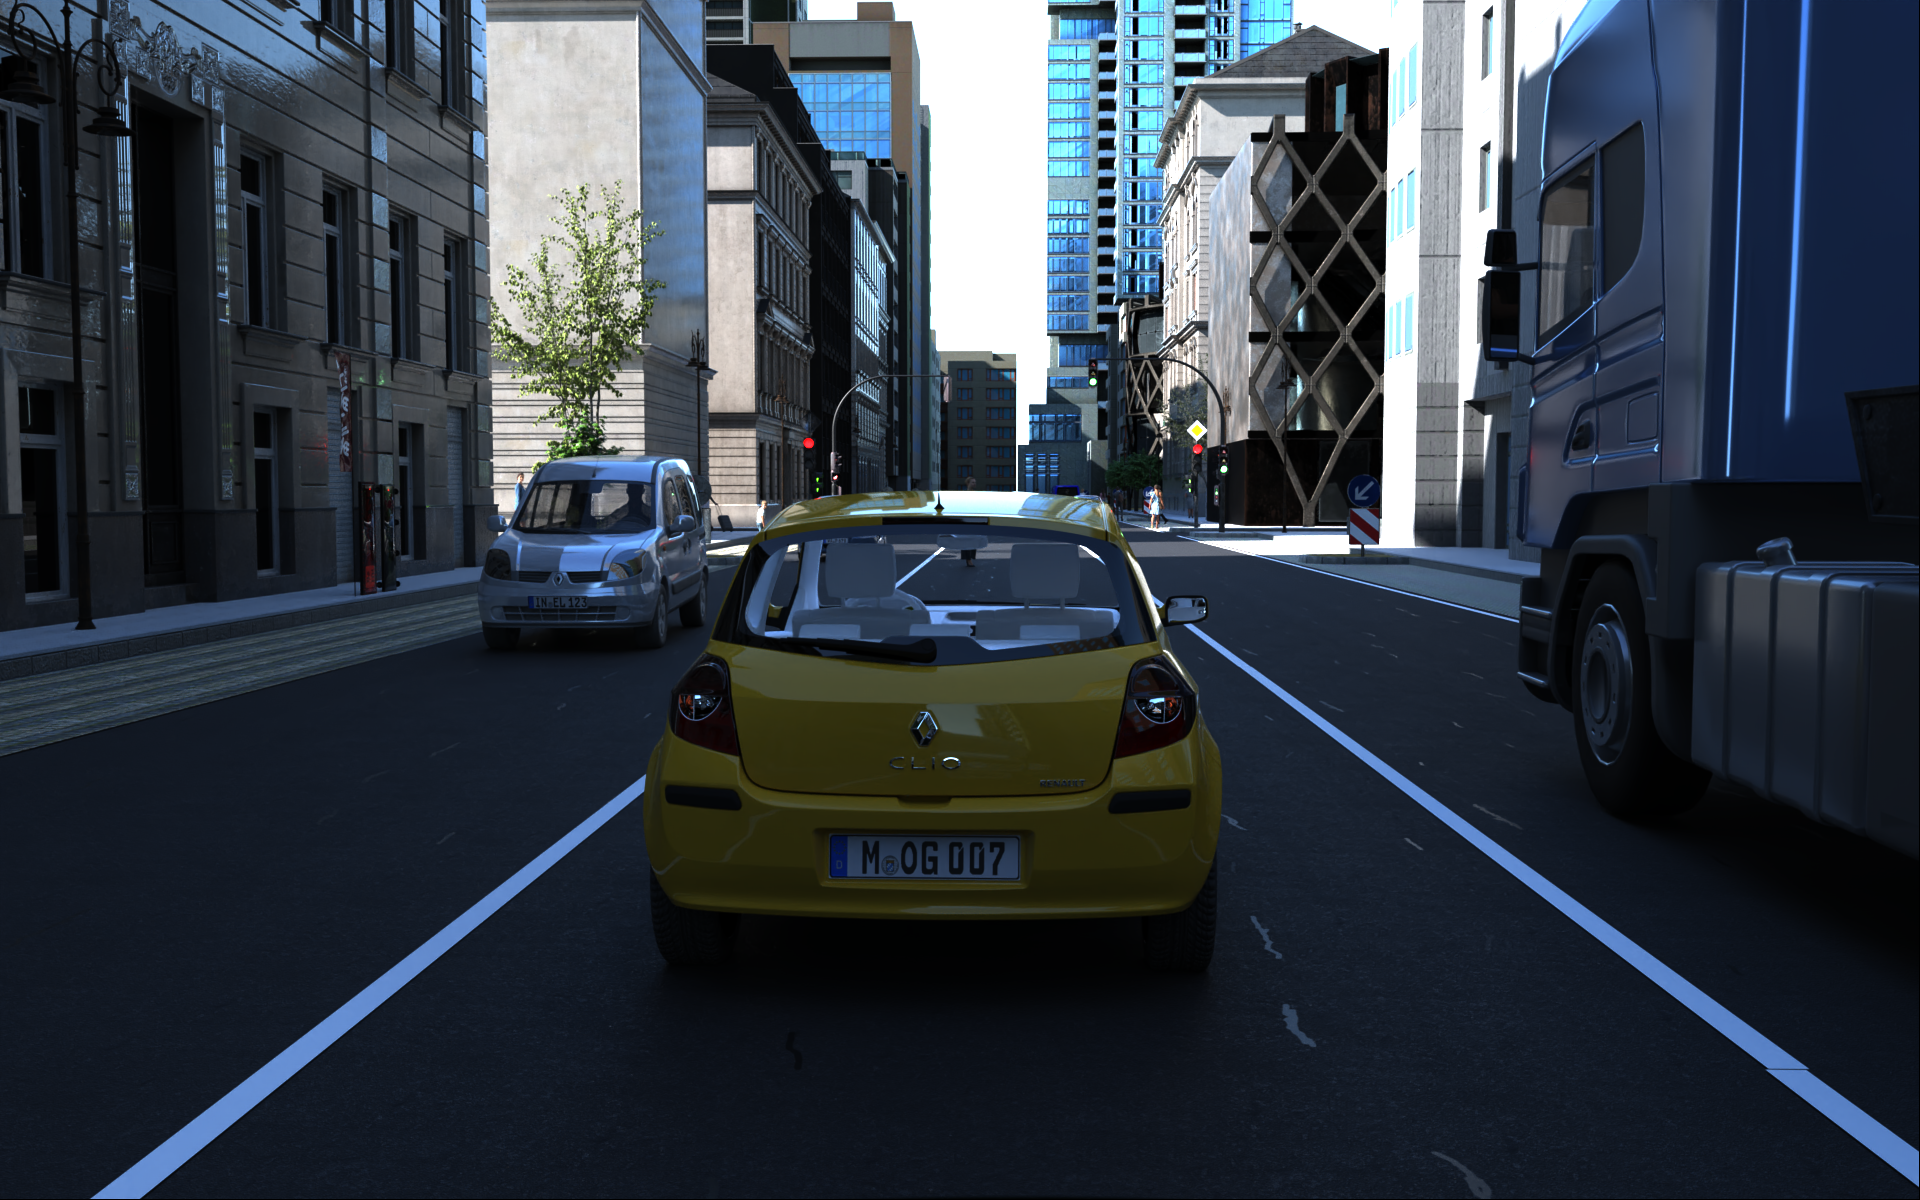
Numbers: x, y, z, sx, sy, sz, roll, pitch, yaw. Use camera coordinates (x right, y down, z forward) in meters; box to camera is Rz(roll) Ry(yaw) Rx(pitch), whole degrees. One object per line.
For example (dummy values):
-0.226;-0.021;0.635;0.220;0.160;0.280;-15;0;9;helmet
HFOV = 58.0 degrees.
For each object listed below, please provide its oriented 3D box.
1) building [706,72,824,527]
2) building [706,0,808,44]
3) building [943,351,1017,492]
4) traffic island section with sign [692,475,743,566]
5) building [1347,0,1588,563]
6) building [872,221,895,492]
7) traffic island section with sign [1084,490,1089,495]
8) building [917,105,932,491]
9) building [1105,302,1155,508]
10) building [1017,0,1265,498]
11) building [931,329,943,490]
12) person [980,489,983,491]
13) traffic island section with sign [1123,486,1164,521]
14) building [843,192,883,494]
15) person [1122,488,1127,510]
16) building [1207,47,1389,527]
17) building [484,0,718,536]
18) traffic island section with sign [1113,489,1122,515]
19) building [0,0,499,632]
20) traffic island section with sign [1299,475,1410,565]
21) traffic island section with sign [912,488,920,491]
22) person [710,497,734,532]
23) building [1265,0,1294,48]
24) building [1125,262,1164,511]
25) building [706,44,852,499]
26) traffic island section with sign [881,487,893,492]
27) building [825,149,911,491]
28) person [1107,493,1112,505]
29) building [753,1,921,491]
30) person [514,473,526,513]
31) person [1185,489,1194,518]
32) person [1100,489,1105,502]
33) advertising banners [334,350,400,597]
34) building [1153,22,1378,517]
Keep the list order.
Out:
-12.282;-12.954;76.426;10.561;19.102;19.286;0;4;2;building
-31.908;-48.754;235.375;20.611;71.187;20.563;0;4;2;building
-6.665;-24.088;238.879;28.899;21.520;27.650;0;4;2;building
-5.419;-1.635;35.356;1.989;1.847;2.006;0;4;2;traffic island section with sign
21.586;-30.580;41.981;21.231;58.520;28.212;0;4;2;building
-11.008;-18.411;129.892;11.050;23.489;19.941;0;4;2;building
12.105;-9.788;168.653;1.989;1.847;2.006;0;4;2;traffic island section with sign
-10.263;-30.176;176.976;14.154;41.232;14.086;0;4;2;building
28.980;-19.901;170.424;27.650;21.520;28.899;0;4;2;building
23.303;-56.288;232.978;31.000;86.520;22.319;0;4;2;building
-17.299;-21.973;204.302;28.899;21.520;27.650;0;4;2;building
1.406;-6.262;111.438;0.362;1.759;0.519;-3;5;-43;person
9.764;-5.028;90.829;1.989;1.847;2.006;0;4;2;traffic island section with sign
-10.476;-16.008;110.875;9.793;20.994;18.267;0;4;2;building
13.500;-8.339;142.384;1.348;1.824;0.705;0;4;0;person
19.837;-12.586;73.230;16.811;18.784;16.820;0;4;2;building
-18.246;-13.198;51.942;21.152;22.565;11.583;0;4;2;building
10.577;-6.683;117.900;1.989;1.847;2.006;0;4;2;traffic island section with sign
-14.440;-13.559;18.953;12.463;27.353;25.104;0;4;2;building
8.115;-1.670;35.925;1.989;1.847;2.006;0;4;2;traffic island section with sign
-2.959;-6.681;117.865;1.989;1.847;2.006;0;4;2;traffic island section with sign
-8.471;-3.221;58.924;1.509;1.804;0.699;3;5;40;person
26.623;-54.205;198.928;22.319;86.520;31.000;0;4;2;building
21.011;-16.185;132.073;16.820;18.784;16.811;0;4;2;building
-12.775;-16.157;93.845;12.332;23.373;15.834;0;4;2;building
-3.758;-5.033;90.922;1.989;1.847;2.006;0;4;2;traffic island section with sign
-11.676;-23.071;148.909;14.160;30.474;14.107;0;4;2;building
14.068;-9.421;163.339;0.557;1.426;1.065;-1;4;-23;person
-10.954;-31.343;162.568;14.600;45.320;14.200;0;4;2;building
-11.096;-2.293;43.558;0.654;1.822;0.581;1;4;14;person
12.278;-5.240;92.070;0.716;1.782;0.532;-1;4;-10;person
10.362;-7.182;125.939;0.555;1.821;0.388;-3;5;-40;person
-7.562;-1.585;22.096;0.090;3.025;2.074;0;4;1;advertising banners
19.580;-19.492;106.077;14.401;28.519;23.554;0;4;2;building
